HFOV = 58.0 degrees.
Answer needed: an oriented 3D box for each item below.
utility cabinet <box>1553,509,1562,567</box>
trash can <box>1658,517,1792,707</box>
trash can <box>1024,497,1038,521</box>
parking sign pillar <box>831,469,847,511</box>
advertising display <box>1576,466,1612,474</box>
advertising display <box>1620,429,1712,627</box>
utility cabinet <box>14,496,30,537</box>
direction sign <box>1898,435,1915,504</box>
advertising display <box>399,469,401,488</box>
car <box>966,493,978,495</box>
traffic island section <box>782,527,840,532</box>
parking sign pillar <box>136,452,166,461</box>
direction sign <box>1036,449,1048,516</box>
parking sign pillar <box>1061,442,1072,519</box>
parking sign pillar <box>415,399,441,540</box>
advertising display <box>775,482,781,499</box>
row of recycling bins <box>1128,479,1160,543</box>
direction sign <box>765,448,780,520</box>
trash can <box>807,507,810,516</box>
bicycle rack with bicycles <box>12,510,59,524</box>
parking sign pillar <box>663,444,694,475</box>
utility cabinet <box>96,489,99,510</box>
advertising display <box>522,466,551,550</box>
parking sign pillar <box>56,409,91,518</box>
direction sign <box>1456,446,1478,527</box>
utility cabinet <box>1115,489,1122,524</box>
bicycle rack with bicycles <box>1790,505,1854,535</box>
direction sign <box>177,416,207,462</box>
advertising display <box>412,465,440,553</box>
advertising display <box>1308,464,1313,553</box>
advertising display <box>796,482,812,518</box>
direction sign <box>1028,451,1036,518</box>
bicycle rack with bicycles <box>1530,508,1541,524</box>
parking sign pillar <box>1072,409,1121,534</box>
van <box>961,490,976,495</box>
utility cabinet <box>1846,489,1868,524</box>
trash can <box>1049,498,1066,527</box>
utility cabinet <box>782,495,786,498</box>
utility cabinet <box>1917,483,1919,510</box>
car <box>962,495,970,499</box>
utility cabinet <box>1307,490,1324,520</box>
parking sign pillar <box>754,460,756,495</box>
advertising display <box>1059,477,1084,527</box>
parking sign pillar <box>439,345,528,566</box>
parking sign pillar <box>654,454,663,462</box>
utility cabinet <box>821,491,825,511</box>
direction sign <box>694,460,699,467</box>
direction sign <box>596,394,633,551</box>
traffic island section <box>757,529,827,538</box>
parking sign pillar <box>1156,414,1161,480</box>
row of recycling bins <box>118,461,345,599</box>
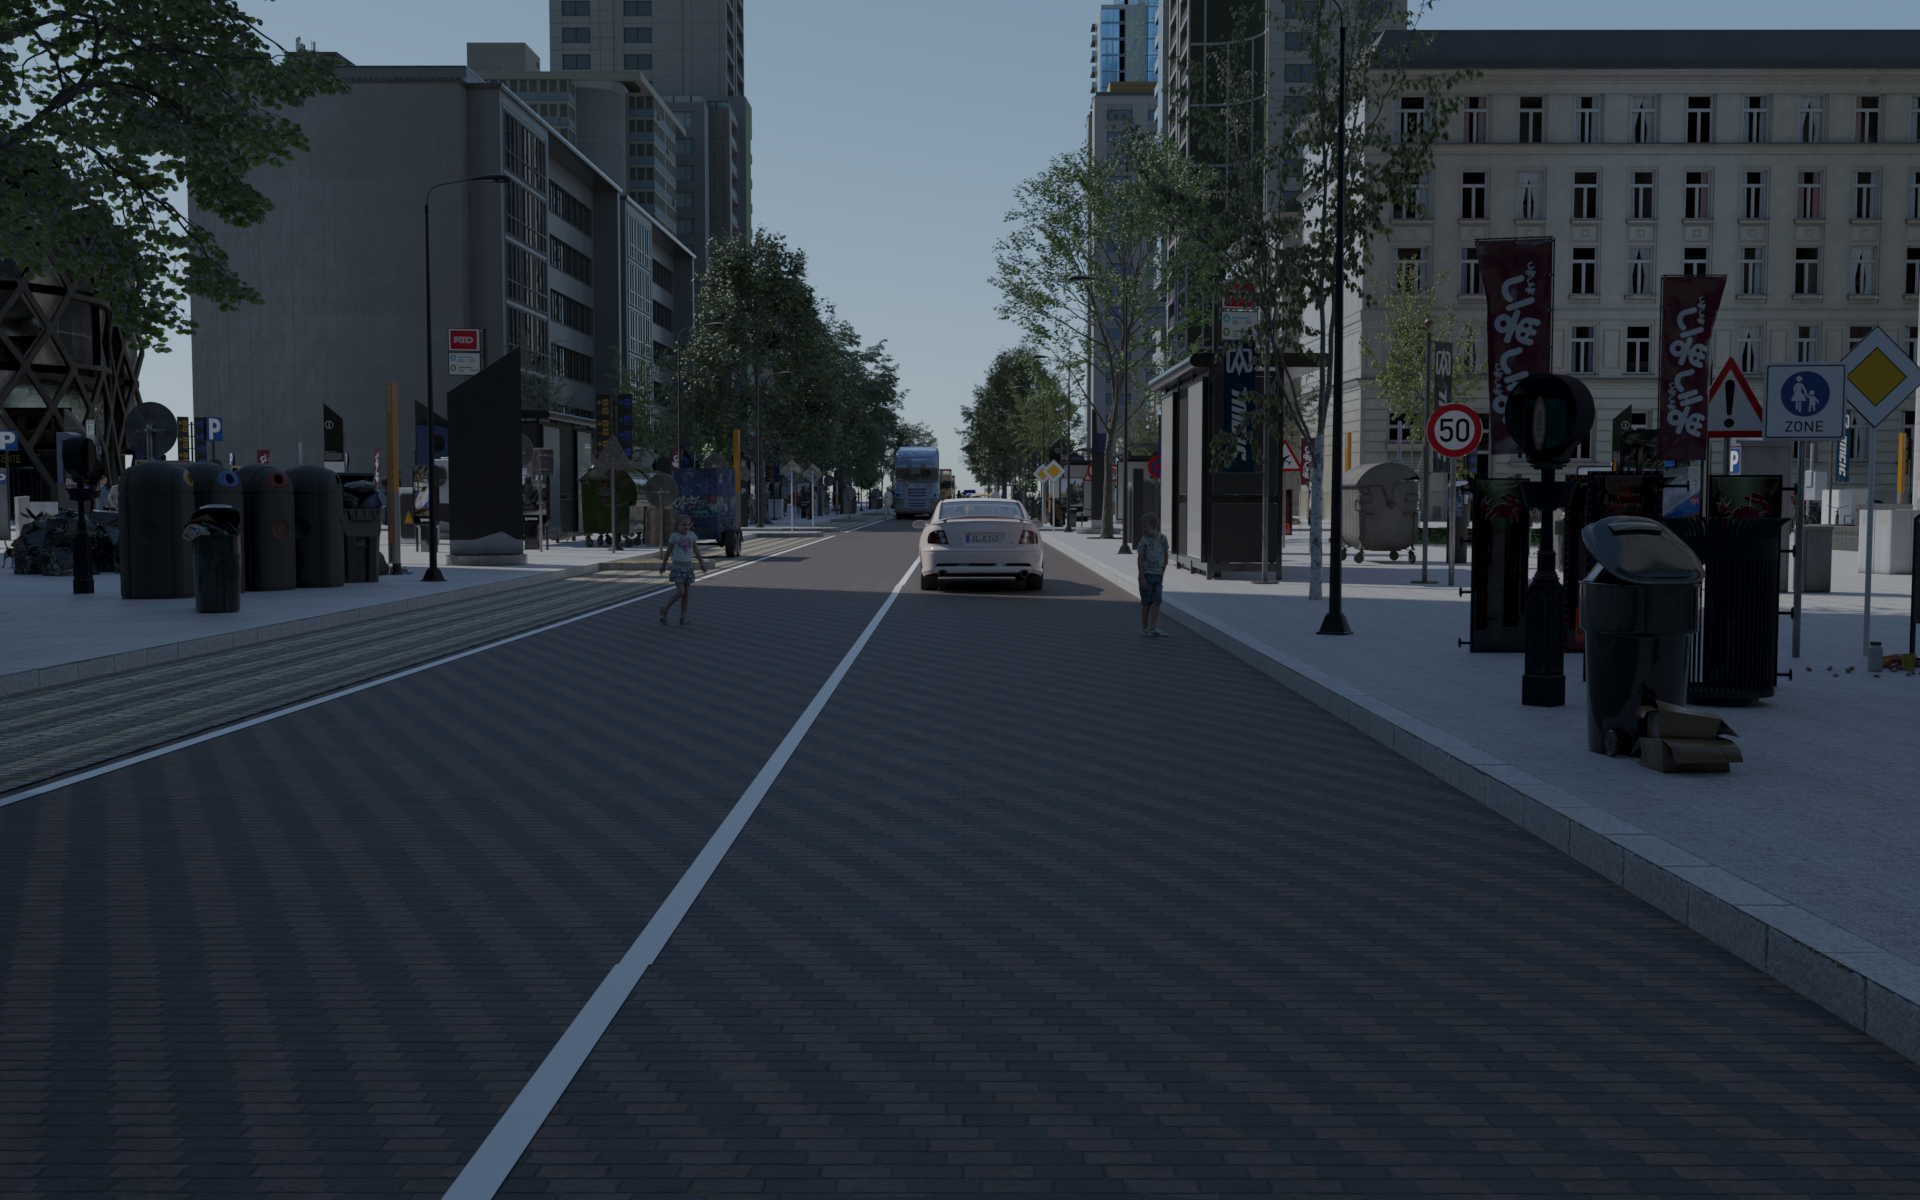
[{"bbox_3d":[10.714,-1.325,30.348,0.318,1.500,1.173,3,5,42],"label":"utility cabinet"},{"bbox_3d":[4.666,0.064,10.614,0.748,1.137,0.748,0,3,0],"label":"trash can"},{"bbox_3d":[3.544,-4.176,79.937,0.748,1.137,0.748,0,3,0],"label":"trash can"},{"bbox_3d":[-8.989,-8.662,130.096,1.447,3.967,1.447,3,4,37],"label":"parking sign pillar"},{"bbox_3d":[14.517,-2.090,39.384,0.974,1.923,0.123,2,4,28],"label":"advertising display"},{"bbox_3d":[6.937,-0.726,17.087,0.123,1.923,0.974,-2,4,-30],"label":"advertising display"},{"bbox_3d":[-26.951,-2.362,49.776,0.306,1.237,1.020,-2,4,-34],"label":"utility cabinet"},{"bbox_3d":[36.546,-4.562,66.589,0.876,3.537,0.379,2,4,24],"label":"direction sign"},{"bbox_3d":[-14.837,-2.468,45.565,0.123,1.923,0.974,-2,4,-28],"label":"advertising display"},{"bbox_3d":[1.095,-8.284,145.038,1.945,1.707,3.694,0,4,0],"label":"car"},{"bbox_3d":[-5.642,-2.675,66.020,2.009,0.180,2.903,0,4,0],"label":"traffic island section"},{"bbox_3d":[-37.694,-5.643,80.737,1.447,3.967,1.447,-1,4,-20],"label":"parking sign pillar"},{"bbox_3d":[4.405,-5.848,87.606,0.876,3.537,0.379,0,4,5],"label":"direction sign"},{"bbox_3d":[5.854,-6.164,89.253,1.447,3.967,1.447,-1,4,-15],"label":"parking sign pillar"},{"bbox_3d":[-14.803,-3.717,49.247,1.447,3.967,1.447,-1,4,-11],"label":"parking sign pillar"},{"bbox_3d":[-9.697,-5.304,91.929,0.123,1.923,0.974,-2,4,-25],"label":"advertising display"},{"bbox_3d":[5.338,-2.417,46.628,1.069,1.692,3.534,2,4,28],"label":"row of recycling bins"},{"bbox_3d":[-9.089,-5.667,84.647,0.379,3.537,0.876,-3,5,-45],"label":"direction sign"},{"bbox_3d":[-8.723,-5.401,99.958,0.748,1.137,0.748,0,3,0],"label":"trash can"},{"bbox_3d":[-36.346,-3.424,69.372,2.925,0.926,2.852,-3,5,-43],"label":"bicycle rack with bicycles"},{"bbox_3d":[-14.159,-6.162,89.214,1.447,3.967,1.447,-2,4,-35],"label":"parking sign pillar"},{"bbox_3d":[-41.405,-4.513,82.465,1.173,1.500,0.318,1,4,10],"label":"utility cabinet"},{"bbox_3d":[-9.888,-2.127,39.987,0.974,1.923,0.123,2,4,24],"label":"advertising display"},{"bbox_3d":[-27.808,-4.035,54.448,1.447,3.967,1.447,2,4,33],"label":"parking sign pillar"},{"bbox_3d":[19.786,-4.632,67.734,0.876,3.537,0.379,3,4,39],"label":"direction sign"},{"bbox_3d":[7.138,-3.937,73.048,1.173,1.500,0.318,0,4,3],"label":"utility cabinet"},{"bbox_3d":[27.140,-2.549,55.053,2.852,0.926,2.925,1,4,21],"label":"bicycle rack with bicycles"},{"bbox_3d":[-22.516,-3.599,50.841,0.379,3.537,0.876,3,4,37],"label":"direction sign"},{"bbox_3d":[-11.769,-2.017,38.188,0.974,1.923,0.123,3,5,44],"label":"advertising display"},{"bbox_3d":[7.641,-1.964,37.318,0.123,1.923,0.974,0,4,2],"label":"advertising display"},{"bbox_3d":[-8.211,-5.262,91.254,0.974,1.923,0.123,3,4,36],"label":"advertising display"},{"bbox_3d":[3.839,-6.079,91.395,0.379,3.537,0.876,2,4,34],"label":"direction sign"},{"bbox_3d":[23.757,-3.816,75.772,2.852,0.926,2.925,0,4,-4],"label":"bicycle rack with bicycles"},{"bbox_3d":[4.466,-4.112,55.701,1.447,3.967,1.447,0,4,7],"label":"parking sign pillar"},{"bbox_3d":[1.288,-14.336,238.771,2.240,2.365,5.245,0,4,-1],"label":"van"},{"bbox_3d":[36.558,-3.780,70.475,0.318,1.500,1.173,-1,4,-11],"label":"utility cabinet"},{"bbox_3d":[3.819,-3.424,67.630,0.748,1.137,0.748,0,3,0],"label":"trash can"},{"bbox_3d":[-13.216,-7.171,128.407,0.306,1.237,1.020,-2,4,-28],"label":"utility cabinet"},{"bbox_3d":[16.655,-1.279,29.590,0.318,1.500,1.173,1,4,14],"label":"utility cabinet"},{"bbox_3d":[0.861,-7.706,138.569,1.945,1.354,3.894,0,4,1],"label":"car"},{"bbox_3d":[17.563,-4.699,85.505,0.318,1.500,1.173,-1,4,-14],"label":"utility cabinet"},{"bbox_3d":[-15.948,-9.058,136.571,1.447,3.967,1.447,0,4,0],"label":"parking sign pillar"},{"bbox_3d":[4.292,-3.759,66.680,0.974,1.923,0.123,-1,4,-15],"label":"advertising display"},{"bbox_3d":[-8.614,-2.627,31.424,1.447,3.967,1.447,-1,4,-15],"label":"parking sign pillar"},{"bbox_3d":[-15.916,-6.378,92.757,1.447,3.967,1.447,3,5,40],"label":"parking sign pillar"},{"bbox_3d":[-10.523,-7.264,127.438,1.173,1.500,0.318,2,4,24],"label":"utility cabinet"},{"bbox_3d":[-17.721,-7.541,115.289,0.876,3.537,0.379,-1,4,-8],"label":"direction sign"},{"bbox_3d":[-7.819,-2.888,39.220,0.876,3.537,0.379,1,4,14],"label":"direction sign"},{"bbox_3d":[-5.664,-2.187,58.035,2.009,0.180,2.903,0,4,0],"label":"traffic island section"},{"bbox_3d":[7.230,-4.240,57.795,1.447,3.967,1.447,1,4,20],"label":"parking sign pillar"},{"bbox_3d":[-9.491,-0.951,22.664,1.069,1.692,3.534,1,4,20],"label":"row of recycling bins"}]
